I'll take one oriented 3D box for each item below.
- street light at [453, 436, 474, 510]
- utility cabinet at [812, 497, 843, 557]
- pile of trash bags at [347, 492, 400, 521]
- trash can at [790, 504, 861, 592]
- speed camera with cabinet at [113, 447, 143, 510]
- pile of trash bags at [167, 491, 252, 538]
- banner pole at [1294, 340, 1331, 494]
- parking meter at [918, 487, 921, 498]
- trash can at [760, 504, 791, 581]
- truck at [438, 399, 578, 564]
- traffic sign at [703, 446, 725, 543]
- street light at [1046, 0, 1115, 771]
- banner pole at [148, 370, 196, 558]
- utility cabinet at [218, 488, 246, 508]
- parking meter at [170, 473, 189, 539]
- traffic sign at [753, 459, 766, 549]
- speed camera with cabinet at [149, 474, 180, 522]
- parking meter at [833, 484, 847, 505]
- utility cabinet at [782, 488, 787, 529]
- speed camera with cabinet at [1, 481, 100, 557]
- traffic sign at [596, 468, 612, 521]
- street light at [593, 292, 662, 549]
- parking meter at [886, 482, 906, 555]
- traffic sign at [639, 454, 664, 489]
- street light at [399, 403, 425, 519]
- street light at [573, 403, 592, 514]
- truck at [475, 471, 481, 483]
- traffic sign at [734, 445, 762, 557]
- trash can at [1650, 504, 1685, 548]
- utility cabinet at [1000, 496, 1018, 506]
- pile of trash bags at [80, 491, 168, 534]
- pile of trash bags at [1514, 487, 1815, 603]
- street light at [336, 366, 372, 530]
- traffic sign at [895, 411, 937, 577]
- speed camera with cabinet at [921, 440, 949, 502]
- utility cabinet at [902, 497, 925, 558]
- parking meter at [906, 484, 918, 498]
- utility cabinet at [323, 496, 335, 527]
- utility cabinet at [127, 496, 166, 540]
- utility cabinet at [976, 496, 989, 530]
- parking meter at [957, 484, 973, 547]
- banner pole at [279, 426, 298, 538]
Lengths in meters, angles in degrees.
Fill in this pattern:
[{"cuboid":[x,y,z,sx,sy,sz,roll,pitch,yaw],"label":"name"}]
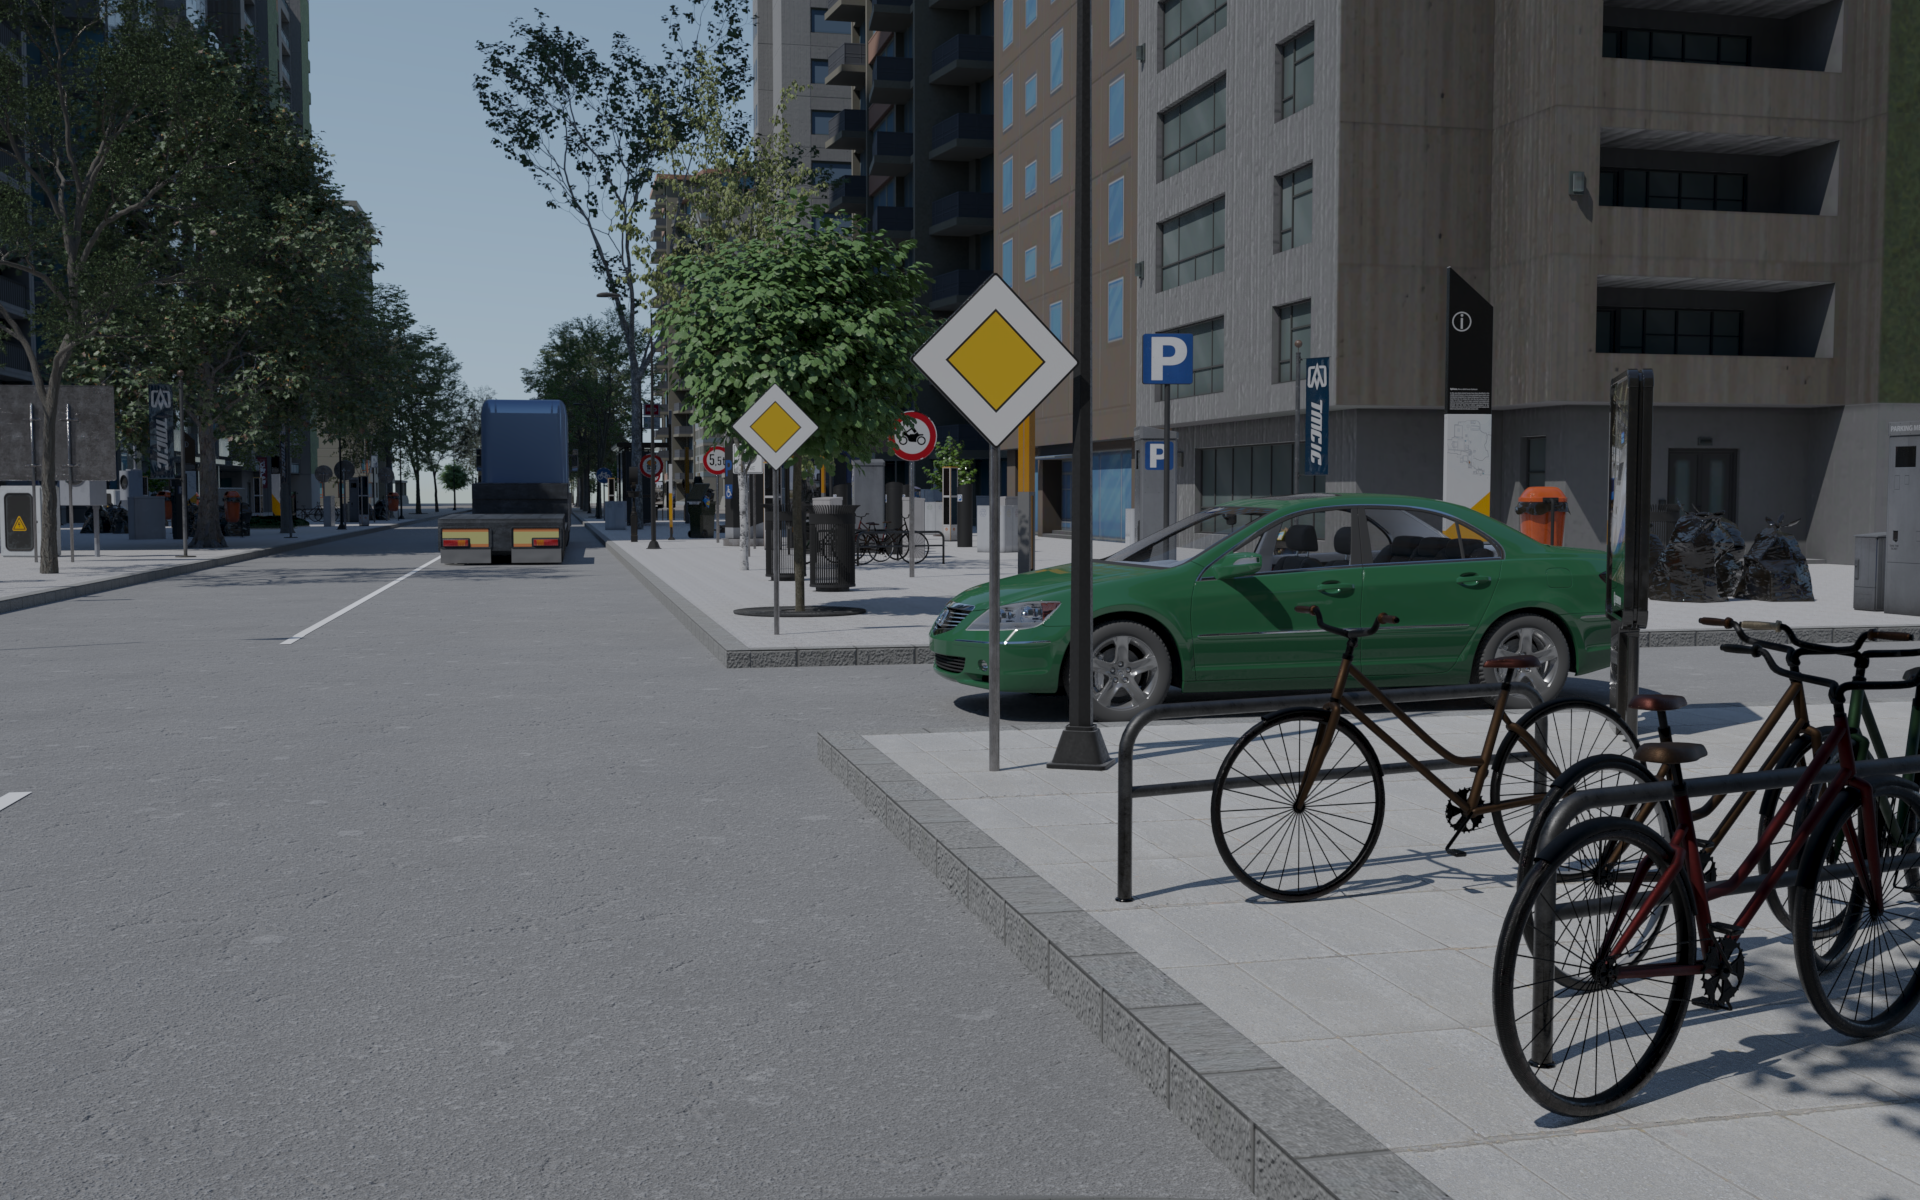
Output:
[{"cuboid":[-39.414,-10.047,136.803,1.470,5.913,1.316,-1,4,-13],"label":"street light"},{"cuboid":[-2.746,-1.508,35.812,0.306,1.237,1.020,-2,4,-25],"label":"utility cabinet"},{"cuboid":[-28.399,-4.551,84.161,3.447,1.369,1.912,2,4,35],"label":"pile of trash bags"},{"cuboid":[-1.684,-0.686,22.864,0.748,1.137,0.748,0,3,0],"label":"trash can"},{"cuboid":[-31.458,-4.321,64.991,2.038,3.252,0.660,3,4,37],"label":"speed camera with cabinet"},{"cuboid":[-22.264,-2.588,52.072,1.912,1.369,3.447,-3,4,-39],"label":"pile of trash bags"},{"cuboid":[5.645,-2.327,28.056,0.401,3.779,0.863,-3,5,-40],"label":"banner pole"},{"cuboid":[-1.285,-2.464,48.705,0.372,1.533,0.369,0,3,0],"label":"parking meter"},{"cuboid":[-2.583,-0.858,25.686,0.748,1.137,0.748,0,3,0],"label":"trash can"},{"cuboid":[-11.169,-3.299,43.695,2.967,4.110,18.799,-1,4,-12],"label":"truck"},{"cuboid":[-6.370,-2.776,45.501,0.768,2.556,0.104,-1,4,-9],"label":"traffic sign"},{"cuboid":[0.044,-2.162,7.888,1.470,5.913,1.316,-1,4,-13],"label":"street light"},{"cuboid":[-15.895,-2.745,34.895,0.863,3.779,0.401,-3,5,-40],"label":"banner pole"},{"cuboid":[-25.574,-3.176,60.603,0.318,1.500,1.173,2,4,33],"label":"utility cabinet"},{"cuboid":[-22.103,-2.650,49.038,0.255,1.863,0.399,3,4,38],"label":"parking meter"},{"cuboid":[-4.796,-2.470,40.380,0.884,2.594,0.081,-1,4,-10],"label":"traffic sign"},{"cuboid":[-36.290,-5.215,79.604,2.038,3.252,0.660,1,4,18],"label":"speed camera with cabinet"},{"cuboid":[-3.111,-2.241,45.052,0.372,1.533,0.369,0,3,0],"label":"parking meter"},{"cuboid":[-5.878,-3.274,62.209,1.173,1.500,0.318,0,4,-7],"label":"utility cabinet"},{"cuboid":[-18.432,-2.497,35.157,2.038,3.252,0.660,1,4,9],"label":"speed camera with cabinet"},{"cuboid":[-17.173,-5.106,83.588,0.768,2.556,0.104,-1,4,-12],"label":"traffic sign"},{"cuboid":[-7.673,-4.133,40.118,1.470,5.913,1.316,-1,4,-13],"label":"street light"},{"cuboid":[-1.390,-1.734,36.769,0.372,1.533,0.369,0,3,0],"label":"parking meter"},{"cuboid":[-9.750,-3.345,54.804,0.768,2.556,0.104,-1,4,-11],"label":"traffic sign"},{"cuboid":[-27.909,-7.069,88.125,1.470,5.913,1.316,-1,4,-13],"label":"street light"},{"cuboid":[-19.083,-7.107,88.742,1.470,5.913,1.316,-1,4,-13],"label":"street light"},{"cuboid":[-37.770,-9.262,140.339,2.839,4.237,11.283,-1,4,-15],"label":"truck"},{"cuboid":[-4.320,-2.032,35.358,0.606,2.300,0.079,0,4,-7],"label":"traffic sign"},{"cuboid":[10.096,-0.823,25.113,0.748,1.137,0.748,0,3,0],"label":"trash can"},{"cuboid":[1.332,-2.234,47.681,0.306,1.237,1.020,2,4,26],"label":"utility cabinet"},{"cuboid":[-27.055,-2.871,56.696,3.447,1.369,1.912,1,4,21],"label":"pile of trash bags"},{"cuboid":[8.470,-0.700,21.202,3.447,1.369,1.912,0,4,-7],"label":"pile of trash bags"},{"cuboid":[-21.801,-5.501,62.490,1.470,5.913,1.316,-1,4,-13],"label":"street light"},{"cuboid":[-0.739,-1.621,26.604,0.768,2.556,0.104,-1,4,-10],"label":"traffic sign"},{"cuboid":[-0.993,-3.999,59.727,2.038,3.252,0.660,3,5,42],"label":"speed camera with cabinet"},{"cuboid":[-0.928,-1.456,34.966,0.306,1.237,1.020,-1,4,-12],"label":"utility cabinet"},{"cuboid":[-1.324,-2.065,42.177,0.372,1.533,0.369,0,3,0],"label":"parking meter"},{"cuboid":[-24.963,-3.508,68.514,0.306,1.237,1.020,-1,4,-11],"label":"utility cabinet"},{"cuboid":[-23.090,-2.325,49.168,0.306,1.237,1.020,2,4,27],"label":"utility cabinet"},{"cuboid":[1.082,-3.121,62.187,1.020,1.237,0.306,2,4,33],"label":"utility cabinet"},{"cuboid":[0.118,-2.042,41.796,0.372,1.533,0.369,0,3,0],"label":"parking meter"},{"cuboid":[-19.717,-3.709,50.666,0.401,3.779,0.863,-3,5,-45],"label":"banner pole"}]
